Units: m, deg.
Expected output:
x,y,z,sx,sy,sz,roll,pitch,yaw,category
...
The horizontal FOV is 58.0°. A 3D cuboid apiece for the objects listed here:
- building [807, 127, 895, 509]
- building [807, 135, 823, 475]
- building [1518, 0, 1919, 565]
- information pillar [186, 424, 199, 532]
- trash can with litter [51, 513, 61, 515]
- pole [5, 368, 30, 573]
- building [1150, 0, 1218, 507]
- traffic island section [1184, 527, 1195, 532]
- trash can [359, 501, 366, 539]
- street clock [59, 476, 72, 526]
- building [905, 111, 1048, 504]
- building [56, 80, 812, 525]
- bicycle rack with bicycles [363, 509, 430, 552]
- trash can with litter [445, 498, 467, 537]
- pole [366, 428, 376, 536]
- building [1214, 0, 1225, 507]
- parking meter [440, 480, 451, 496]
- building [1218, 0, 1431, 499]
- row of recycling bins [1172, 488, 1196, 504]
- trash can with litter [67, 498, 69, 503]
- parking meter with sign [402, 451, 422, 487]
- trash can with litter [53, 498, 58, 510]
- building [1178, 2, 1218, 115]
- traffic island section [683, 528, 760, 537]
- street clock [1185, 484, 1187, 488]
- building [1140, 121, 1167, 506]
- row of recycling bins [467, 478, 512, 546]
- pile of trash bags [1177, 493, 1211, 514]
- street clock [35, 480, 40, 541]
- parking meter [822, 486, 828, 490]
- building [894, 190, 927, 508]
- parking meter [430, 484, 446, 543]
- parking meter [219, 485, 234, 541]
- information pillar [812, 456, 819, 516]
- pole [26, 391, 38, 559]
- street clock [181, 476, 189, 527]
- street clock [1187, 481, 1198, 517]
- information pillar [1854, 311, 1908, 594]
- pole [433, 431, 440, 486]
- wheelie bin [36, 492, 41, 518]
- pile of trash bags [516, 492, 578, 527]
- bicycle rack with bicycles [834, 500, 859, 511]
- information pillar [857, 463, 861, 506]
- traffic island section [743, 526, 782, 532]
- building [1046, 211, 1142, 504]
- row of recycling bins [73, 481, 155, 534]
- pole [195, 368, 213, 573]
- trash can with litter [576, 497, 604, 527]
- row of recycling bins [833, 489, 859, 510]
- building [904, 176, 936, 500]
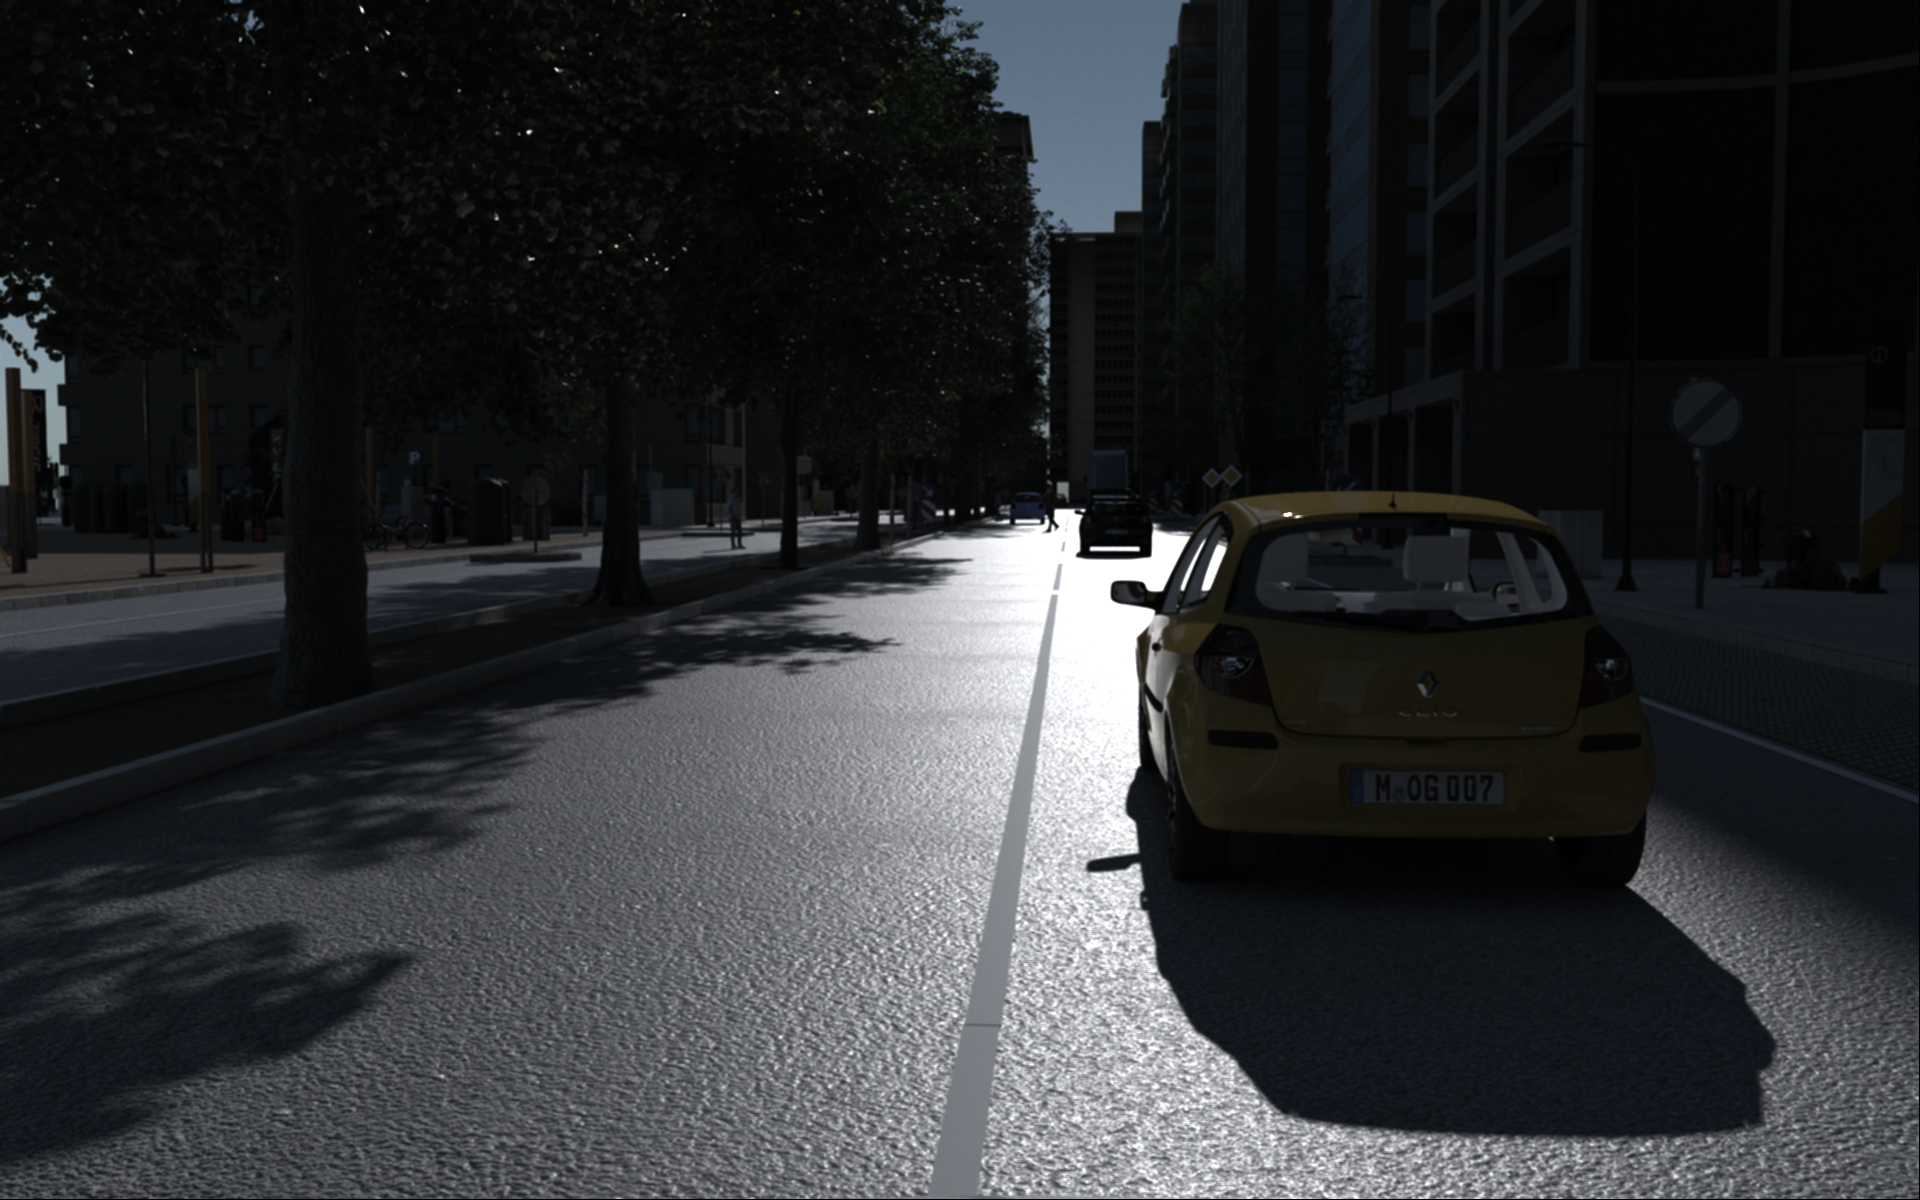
x,y,z,sx,sy,sz,roll,pitch,yaw,category
-13.354,-28.513,149.777,14.154,41.232,14.086,0,4,4,building
-21.772,-28.604,122.293,22.147,44.769,28.867,0,4,4,building
20.345,-36.555,35.924,20.563,71.187,20.611,0,4,4,building
-25.705,-4.085,58.152,0.504,3.616,0.183,1,4,10,information pillar
-54.654,-5.789,105.704,2.233,1.210,1.678,0,4,-7,trash can with litter
-15.299,-2.093,28.072,0.158,3.312,0.155,0,3,0,pole
31.148,-33.658,169.911,23.786,49.044,30.456,0,4,4,building
9.600,-2.672,65.965,2.009,0.180,2.903,0,4,4,traffic island section
-13.077,-1.551,37.009,0.748,1.137,0.748,0,3,0,trash can
-35.388,-3.914,68.569,0.358,2.002,0.471,1,4,11,street clock
-1.793,-39.740,238.991,27.495,52.752,28.713,0,4,4,building
-23.323,-14.751,86.212,27.650,21.520,28.899,0,4,4,building
-13.804,-1.585,39.301,2.925,0.926,2.852,0,4,-2,bicycle rack with bicycles
-15.362,-2.505,52.346,1.055,1.170,0.624,0,4,-4,trash can with litter
-18.148,-3.639,53.340,0.158,3.312,0.155,0,3,0,pole
29.137,-35.647,124.823,21.231,58.520,28.212,0,4,4,building
-21.157,-4.005,71.196,0.255,1.863,0.399,2,4,30,parking meter
20.995,-26.838,88.909,14.600,45.320,14.200,0,4,4,building
15.419,-6.832,118.815,1.069,1.692,3.534,0,4,-8,row of recycling bins
-48.811,-5.135,95.351,0.624,1.170,1.055,-1,4,-13,trash can with litter
-22.194,-4.499,69.816,0.543,3.016,1.738,0,4,0,parking meter with sign
-67.458,-7.199,129.083,1.055,1.170,0.624,-3,4,-37,trash can with litter
25.483,-28.412,148.135,14.154,41.232,14.086,0,4,4,building
-8.172,-2.253,59.117,2.009,0.180,2.903,0,4,4,traffic island section
16.030,-7.168,121.773,0.358,2.002,0.471,3,5,44,street clock
27.128,-31.137,192.685,14.154,41.232,14.086,0,4,4,building
-12.174,-2.300,44.723,1.069,1.692,3.534,-1,4,-10,row of recycling bins
15.026,-6.282,112.470,1.912,1.369,3.447,-1,4,-22,pile of trash bags
-25.033,-2.577,46.696,0.471,2.002,0.358,0,4,-6,street clock
-9.257,-6.897,118.478,0.399,1.863,0.255,-3,4,-37,parking meter
-10.791,-23.997,164.051,14.160,30.474,14.107,0,4,4,building
-13.611,-2.246,45.139,0.372,1.533,0.369,0,3,0,parking meter
-20.290,-2.419,47.963,0.372,1.533,0.369,0,3,0,parking meter
-8.507,-6.780,102.205,0.504,3.616,0.183,3,5,42,information pillar
-18.409,-2.472,34.254,0.158,3.312,0.155,0,3,0,pole
-30.490,-3.903,68.377,0.358,2.002,0.471,0,4,6,street clock
13.277,-5.722,98.122,0.358,2.002,0.471,2,4,26,street clock
11.828,-1.888,22.221,0.504,3.616,0.183,1,4,9,information pillar
-16.786,-3.774,55.552,0.158,3.312,0.155,0,3,0,pole
-51.617,-5.422,96.551,0.980,1.594,0.693,0,4,-3,wheelie bin
-16.745,-3.658,69.566,3.447,1.369,1.912,3,5,41,pile of trash bags
-8.217,-7.248,131.882,2.852,0.926,2.925,3,4,38,bicycle rack with bicycles
-6.823,-7.814,119.114,0.504,3.616,0.183,-1,4,-10,information pillar
-7.655,-2.740,67.086,2.009,0.180,2.903,0,4,4,traffic island section
24.094,-33.569,240.740,23.993,40.220,32.217,0,4,4,building
-27.809,-3.044,56.879,3.534,1.692,1.069,2,4,29,row of recycling bins
-12.277,-2.097,28.131,0.158,3.312,0.155,0,3,0,pole
-14.359,-3.419,67.284,1.055,1.170,0.624,1,4,9,trash can with litter
-8.997,-8.131,140.048,3.534,1.692,1.069,3,5,41,row of recycling bins
-14.870,-31.201,202.012,23.993,40.220,32.217,0,4,4,building
